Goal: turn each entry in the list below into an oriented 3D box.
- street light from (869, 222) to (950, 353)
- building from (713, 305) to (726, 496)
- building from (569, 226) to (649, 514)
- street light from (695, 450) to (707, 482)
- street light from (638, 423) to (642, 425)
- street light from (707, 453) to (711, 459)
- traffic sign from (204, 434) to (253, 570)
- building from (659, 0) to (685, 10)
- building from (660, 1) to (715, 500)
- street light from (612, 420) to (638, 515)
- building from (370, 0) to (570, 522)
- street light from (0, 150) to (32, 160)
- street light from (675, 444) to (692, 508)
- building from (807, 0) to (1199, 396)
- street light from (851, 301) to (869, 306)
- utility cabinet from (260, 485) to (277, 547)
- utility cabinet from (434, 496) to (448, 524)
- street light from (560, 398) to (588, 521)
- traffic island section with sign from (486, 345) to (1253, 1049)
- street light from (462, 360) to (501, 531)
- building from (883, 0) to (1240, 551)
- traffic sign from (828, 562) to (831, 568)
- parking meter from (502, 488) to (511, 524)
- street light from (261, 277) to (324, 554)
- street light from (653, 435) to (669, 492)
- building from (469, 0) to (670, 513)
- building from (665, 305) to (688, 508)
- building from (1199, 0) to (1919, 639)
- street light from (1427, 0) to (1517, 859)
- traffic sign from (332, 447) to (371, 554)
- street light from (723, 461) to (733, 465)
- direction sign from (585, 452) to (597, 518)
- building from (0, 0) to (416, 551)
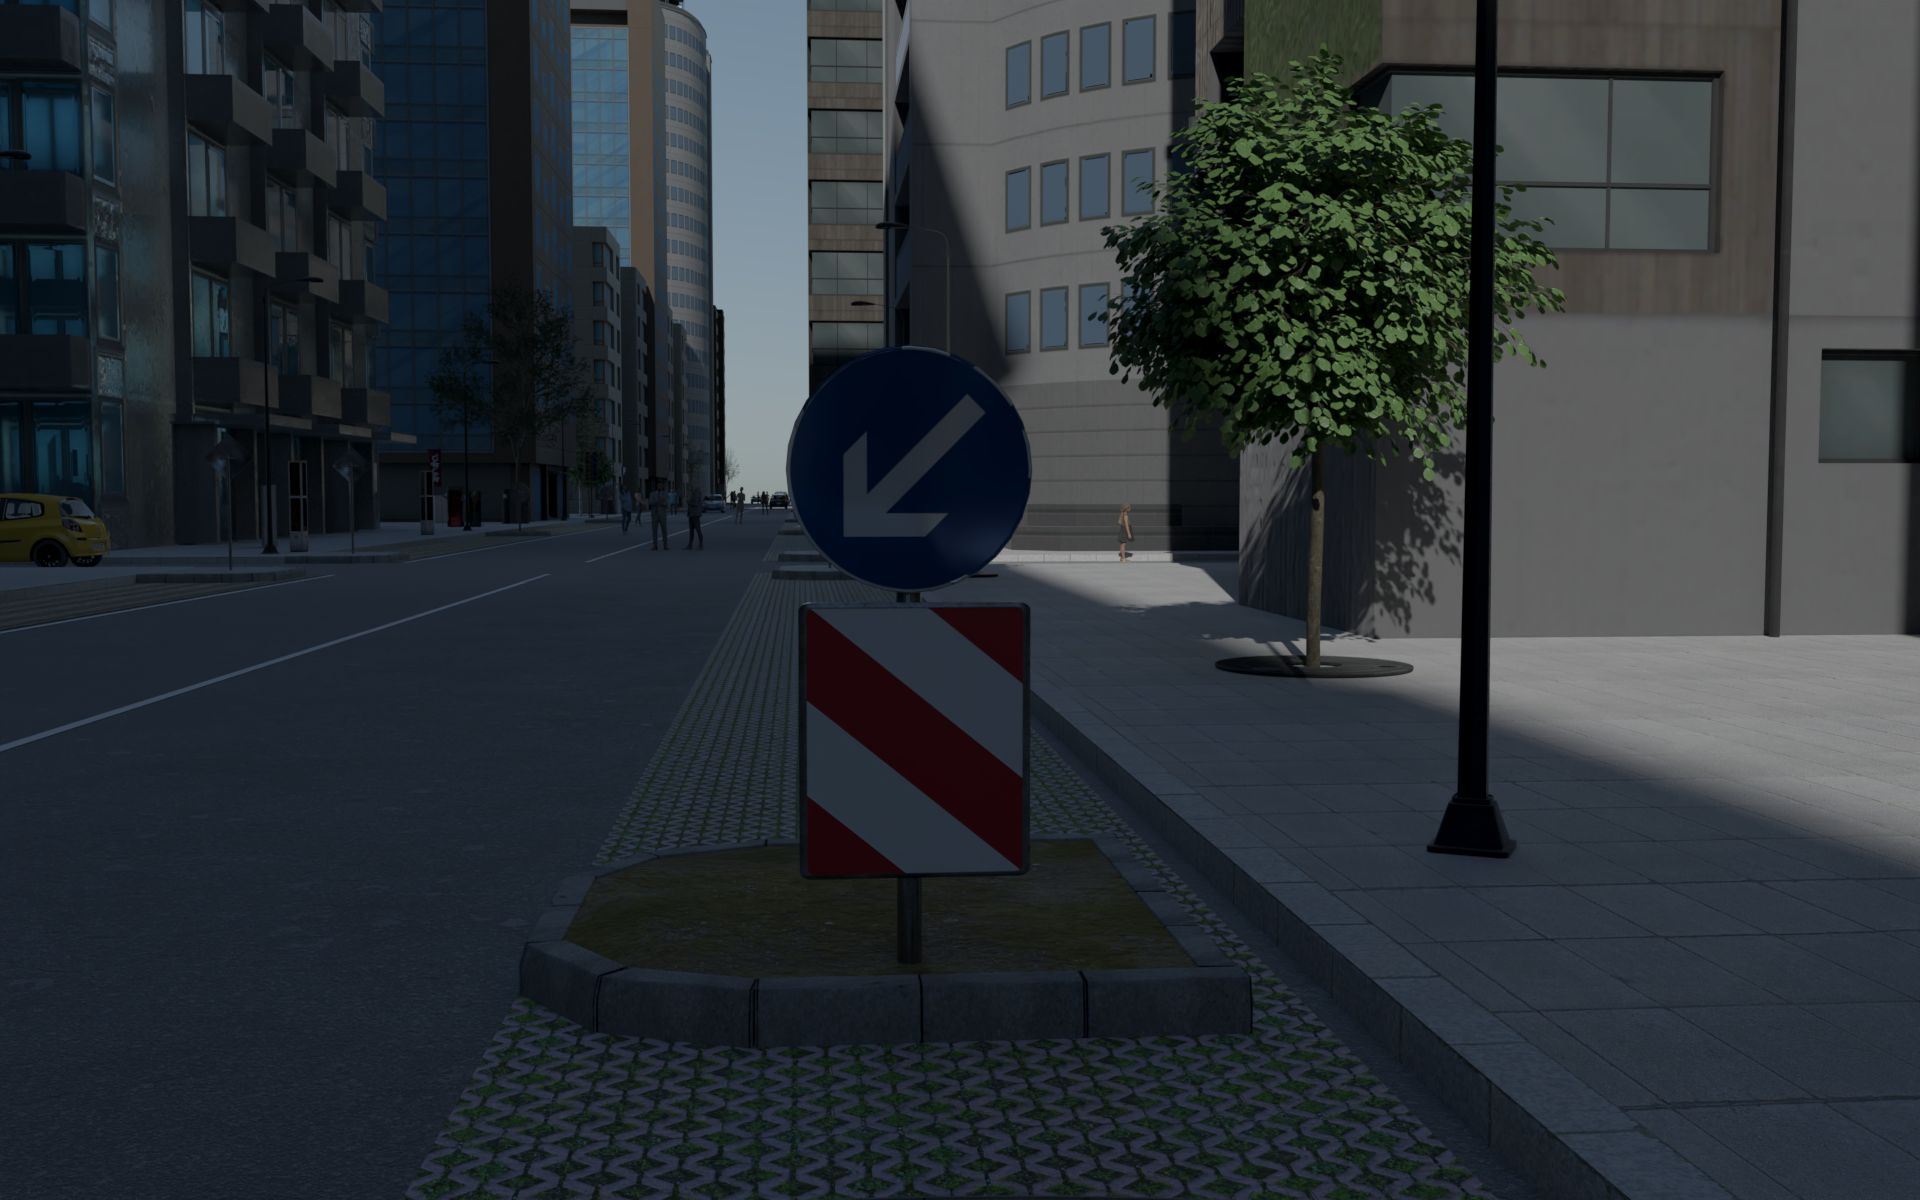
[{"bbox_3d":[-0.744,-3.499,29.753,1.470,5.913,1.316,0,4,-5],"label":"street light"},{"bbox_3d":[-42.590,-29.861,259.930,14.160,30.474,14.107,0,4,-5],"label":"building"},{"bbox_3d":[-37.887,-17.135,125.204,27.650,21.520,28.899,0,4,-5],"label":"building"},{"bbox_3d":[-27.974,-12.947,184.219,1.470,5.913,1.316,0,4,-5],"label":"street light"},{"bbox_3d":[-21.529,-8.617,113.434,1.470,5.913,1.316,0,4,-5],"label":"street light"},{"bbox_3d":[-29.045,-13.652,195.743,1.470,5.913,1.316,0,4,-5],"label":"street light"},{"bbox_3d":[-12.263,-1.555,29.071,0.795,2.450,0.064,0,4,-5],"label":"traffic sign"},{"bbox_3d":[-44.930,-56.436,235.398,22.319,86.520,31.000,0,4,-5],"label":"building"},{"bbox_3d":[-40.785,-40.670,206.958,21.231,58.520,28.212,0,4,-5],"label":"building"},{"bbox_3d":[-21.063,-8.280,107.915,1.470,5.913,1.316,0,4,-5],"label":"street light"},{"bbox_3d":[-26.766,-26.529,83.862,14.600,45.320,14.200,0,4,-5],"label":"building"},{"bbox_3d":[-13.231,-3.116,23.483,1.470,5.913,1.316,0,4,-5],"label":"street light"},{"bbox_3d":[-25.781,-11.486,160.338,1.470,5.913,1.316,0,4,-5],"label":"street light"},{"bbox_3d":[0.905,-18.217,69.544,14.160,30.474,14.107,0,4,-5],"label":"building"},{"bbox_3d":[-1.922,-4.237,41.812,1.470,5.913,1.316,0,4,-5],"label":"street light"},{"bbox_3d":[-16.615,-2.014,41.601,0.318,1.500,1.173,-2,4,-24],"label":"utility cabinet"},{"bbox_3d":[-22.687,-3.961,75.930,0.306,1.237,1.020,2,4,32],"label":"utility cabinet"},{"bbox_3d":[-18.581,-6.786,83.484,1.470,5.913,1.316,0,4,-5],"label":"street light"},{"bbox_3d":[-0.306,0.197,5.415,1.989,1.847,2.006,0,4,-5],"label":"traffic island section with sign"},{"bbox_3d":[-16.641,-5.366,60.276,1.470,5.913,1.316,0,4,-5],"label":"street light"},{"bbox_3d":[12.339,-30.924,47.603,28.212,58.520,21.231,0,4,-5],"label":"building"},{"bbox_3d":[-2.259,-1.610,29.967,0.795,2.450,0.064,0,4,-5],"label":"traffic sign"},{"bbox_3d":[-19.537,-4.046,74.558,0.372,1.533,0.369,0,3,0],"label":"parking meter"},{"bbox_3d":[-14.290,-3.949,37.105,1.470,5.913,1.316,0,4,-5],"label":"street light"},{"bbox_3d":[-23.721,-10.067,137.141,1.470,5.913,1.316,0,4,-5],"label":"street light"},{"bbox_3d":[-32.400,-30.401,147.163,14.600,45.320,14.200,0,4,-5],"label":"building"},{"bbox_3d":[-41.440,-19.793,168.661,27.650,21.520,28.899,0,4,-5],"label":"building"},{"bbox_3d":[10.030,-15.301,21.878,14.160,30.474,14.107,0,4,-5],"label":"building"},{"bbox_3d":[1.313,-2.049,6.044,1.470,5.913,1.316,0,4,-5],"label":"street light"},{"bbox_3d":[-12.994,-2.042,37.023,0.795,2.450,0.064,0,4,-5],"label":"traffic sign"},{"bbox_3d":[-35.541,-17.939,265.843,1.470,5.913,1.316,0,4,-5],"label":"street light"},{"bbox_3d":[-19.923,-6.215,93.608,0.379,3.537,0.876,2,4,29],"label":"direction sign"},{"bbox_3d":[-29.817,-26.263,49.003,23.786,49.044,30.456,0,4,-5],"label":"building"}]
